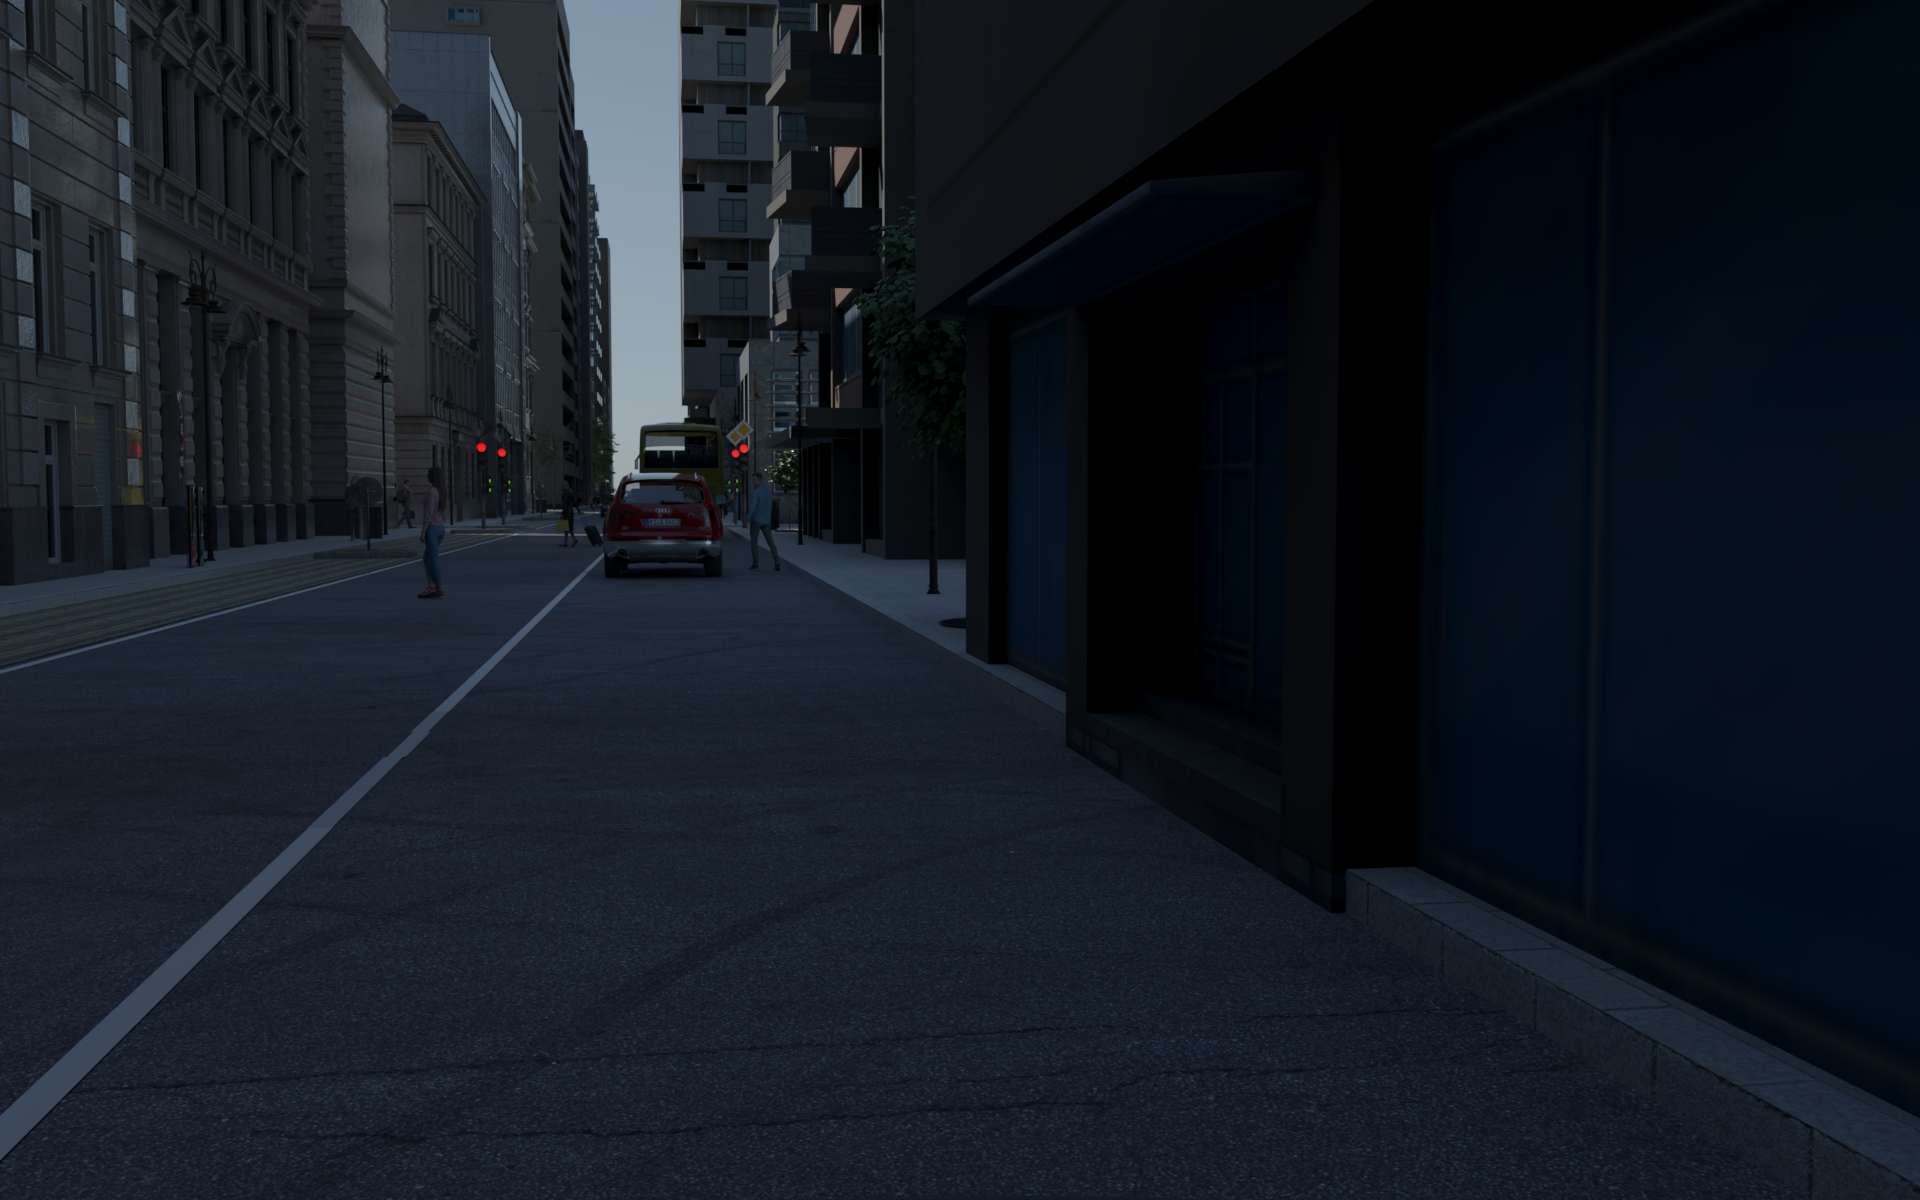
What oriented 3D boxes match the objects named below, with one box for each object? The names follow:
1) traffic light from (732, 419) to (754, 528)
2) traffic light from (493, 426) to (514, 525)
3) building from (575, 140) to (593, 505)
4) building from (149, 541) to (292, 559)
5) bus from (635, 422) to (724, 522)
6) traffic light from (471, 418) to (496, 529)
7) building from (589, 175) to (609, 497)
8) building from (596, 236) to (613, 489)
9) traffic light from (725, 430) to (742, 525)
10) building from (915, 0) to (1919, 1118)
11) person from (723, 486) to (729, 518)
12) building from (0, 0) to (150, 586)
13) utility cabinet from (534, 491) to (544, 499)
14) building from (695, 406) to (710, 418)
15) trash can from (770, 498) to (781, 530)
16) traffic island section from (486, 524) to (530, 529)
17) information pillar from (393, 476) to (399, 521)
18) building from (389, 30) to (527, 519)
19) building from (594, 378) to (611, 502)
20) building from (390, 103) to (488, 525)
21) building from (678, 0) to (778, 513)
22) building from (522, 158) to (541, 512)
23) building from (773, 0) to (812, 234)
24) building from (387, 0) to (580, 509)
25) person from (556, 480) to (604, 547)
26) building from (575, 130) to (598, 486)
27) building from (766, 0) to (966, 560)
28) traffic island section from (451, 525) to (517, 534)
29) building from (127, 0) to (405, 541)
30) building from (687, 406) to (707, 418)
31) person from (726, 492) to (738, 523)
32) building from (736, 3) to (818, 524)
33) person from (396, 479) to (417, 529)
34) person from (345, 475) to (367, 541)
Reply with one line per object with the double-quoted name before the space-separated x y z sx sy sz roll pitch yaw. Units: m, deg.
"traffic light" -8.132 -4.654 65.010 0.839 4.253 0.868 -1 4 -10
"traffic light" -18.793 -5.038 71.292 0.839 4.253 0.868 -1 4 -10
"building" -48.750 -31.189 193.540 14.154 41.232 14.086 -1 4 -10
"building" -21.762 -12.870 39.308 11.050 23.489 19.941 -1 4 -10
"bus" -9.532 -4.093 58.466 2.896 3.916 12.252 -1 4 -10
"traffic light" -17.458 -4.556 63.419 0.839 4.253 0.868 -1 4 -10
"building" -61.445 -37.968 240.385 23.786 49.044 30.456 -1 4 -10
"building" -65.880 -39.240 291.685 14.600 45.320 14.200 -1 4 -10
"traffic light" -9.467 -5.135 72.883 0.839 4.253 0.868 -1 4 -10
"building" 7.623 -21.835 7.119 14.600 45.320 14.200 -1 4 -10
"person" -12.702 -5.298 93.082 0.576 1.772 0.534 -1 4 -15
"building" -17.851 -13.434 16.908 12.463 27.353 25.104 -1 4 -10
"utility cabinet" -33.737 -7.947 138.607 0.318 1.500 1.173 2 4 24
"building" -20.707 -33.874 208.456 22.147 44.769 28.867 -1 4 -10
"trash can" -6.733 -3.061 61.694 0.748 1.137 0.748 0 3 0
"traffic island section" -18.834 -3.005 71.420 2.009 0.180 2.903 -1 4 -10
"information pillar" -22.927 -4.017 70.165 0.304 2.012 0.304 -1 4 -13
"building" -31.691 -17.138 98.231 12.078 24.808 19.932 -1 4 -10
"building" -69.041 -25.991 269.985 27.650 21.520 28.899 -1 4 -10
"building" -27.791 -13.098 78.774 10.561 19.102 19.286 -1 4 -10
"building" -7.933 -33.280 133.358 28.713 52.752 27.495 -1 4 -10
"building" -36.626 -20.300 119.295 14.401 28.519 23.554 -1 4 -10
"building" -4.393 -20.415 105.480 14.160 30.474 14.107 -1 4 -10
"building" -50.010 -33.689 174.516 21.300 48.544 21.600 -1 4 -10
"person" -10.428 -2.364 47.375 1.509 1.804 0.699 -3 5 -45
"building" -51.566 -34.076 207.257 14.600 45.320 14.200 -1 4 -10
"building" 6.635 -23.708 42.243 22.147 44.769 28.867 -1 4 -10
"traffic island section" -17.499 -2.524 63.546 2.009 0.180 2.903 -1 4 -10
"building" -28.583 -13.862 55.524 19.941 23.489 11.050 -1 4 -10
"building" -31.107 -39.305 266.332 21.300 48.544 21.600 -1 4 -10
"person" -10.194 -4.379 78.227 0.593 1.750 0.643 3 4 37
"building" 4.525 -47.192 84.264 31.000 86.520 22.319 -1 4 -10
"person" -20.382 -3.524 63.625 0.822 1.834 0.622 -2 4 -35
"person" -16.690 -2.544 47.821 0.537 1.800 0.526 1 4 12
